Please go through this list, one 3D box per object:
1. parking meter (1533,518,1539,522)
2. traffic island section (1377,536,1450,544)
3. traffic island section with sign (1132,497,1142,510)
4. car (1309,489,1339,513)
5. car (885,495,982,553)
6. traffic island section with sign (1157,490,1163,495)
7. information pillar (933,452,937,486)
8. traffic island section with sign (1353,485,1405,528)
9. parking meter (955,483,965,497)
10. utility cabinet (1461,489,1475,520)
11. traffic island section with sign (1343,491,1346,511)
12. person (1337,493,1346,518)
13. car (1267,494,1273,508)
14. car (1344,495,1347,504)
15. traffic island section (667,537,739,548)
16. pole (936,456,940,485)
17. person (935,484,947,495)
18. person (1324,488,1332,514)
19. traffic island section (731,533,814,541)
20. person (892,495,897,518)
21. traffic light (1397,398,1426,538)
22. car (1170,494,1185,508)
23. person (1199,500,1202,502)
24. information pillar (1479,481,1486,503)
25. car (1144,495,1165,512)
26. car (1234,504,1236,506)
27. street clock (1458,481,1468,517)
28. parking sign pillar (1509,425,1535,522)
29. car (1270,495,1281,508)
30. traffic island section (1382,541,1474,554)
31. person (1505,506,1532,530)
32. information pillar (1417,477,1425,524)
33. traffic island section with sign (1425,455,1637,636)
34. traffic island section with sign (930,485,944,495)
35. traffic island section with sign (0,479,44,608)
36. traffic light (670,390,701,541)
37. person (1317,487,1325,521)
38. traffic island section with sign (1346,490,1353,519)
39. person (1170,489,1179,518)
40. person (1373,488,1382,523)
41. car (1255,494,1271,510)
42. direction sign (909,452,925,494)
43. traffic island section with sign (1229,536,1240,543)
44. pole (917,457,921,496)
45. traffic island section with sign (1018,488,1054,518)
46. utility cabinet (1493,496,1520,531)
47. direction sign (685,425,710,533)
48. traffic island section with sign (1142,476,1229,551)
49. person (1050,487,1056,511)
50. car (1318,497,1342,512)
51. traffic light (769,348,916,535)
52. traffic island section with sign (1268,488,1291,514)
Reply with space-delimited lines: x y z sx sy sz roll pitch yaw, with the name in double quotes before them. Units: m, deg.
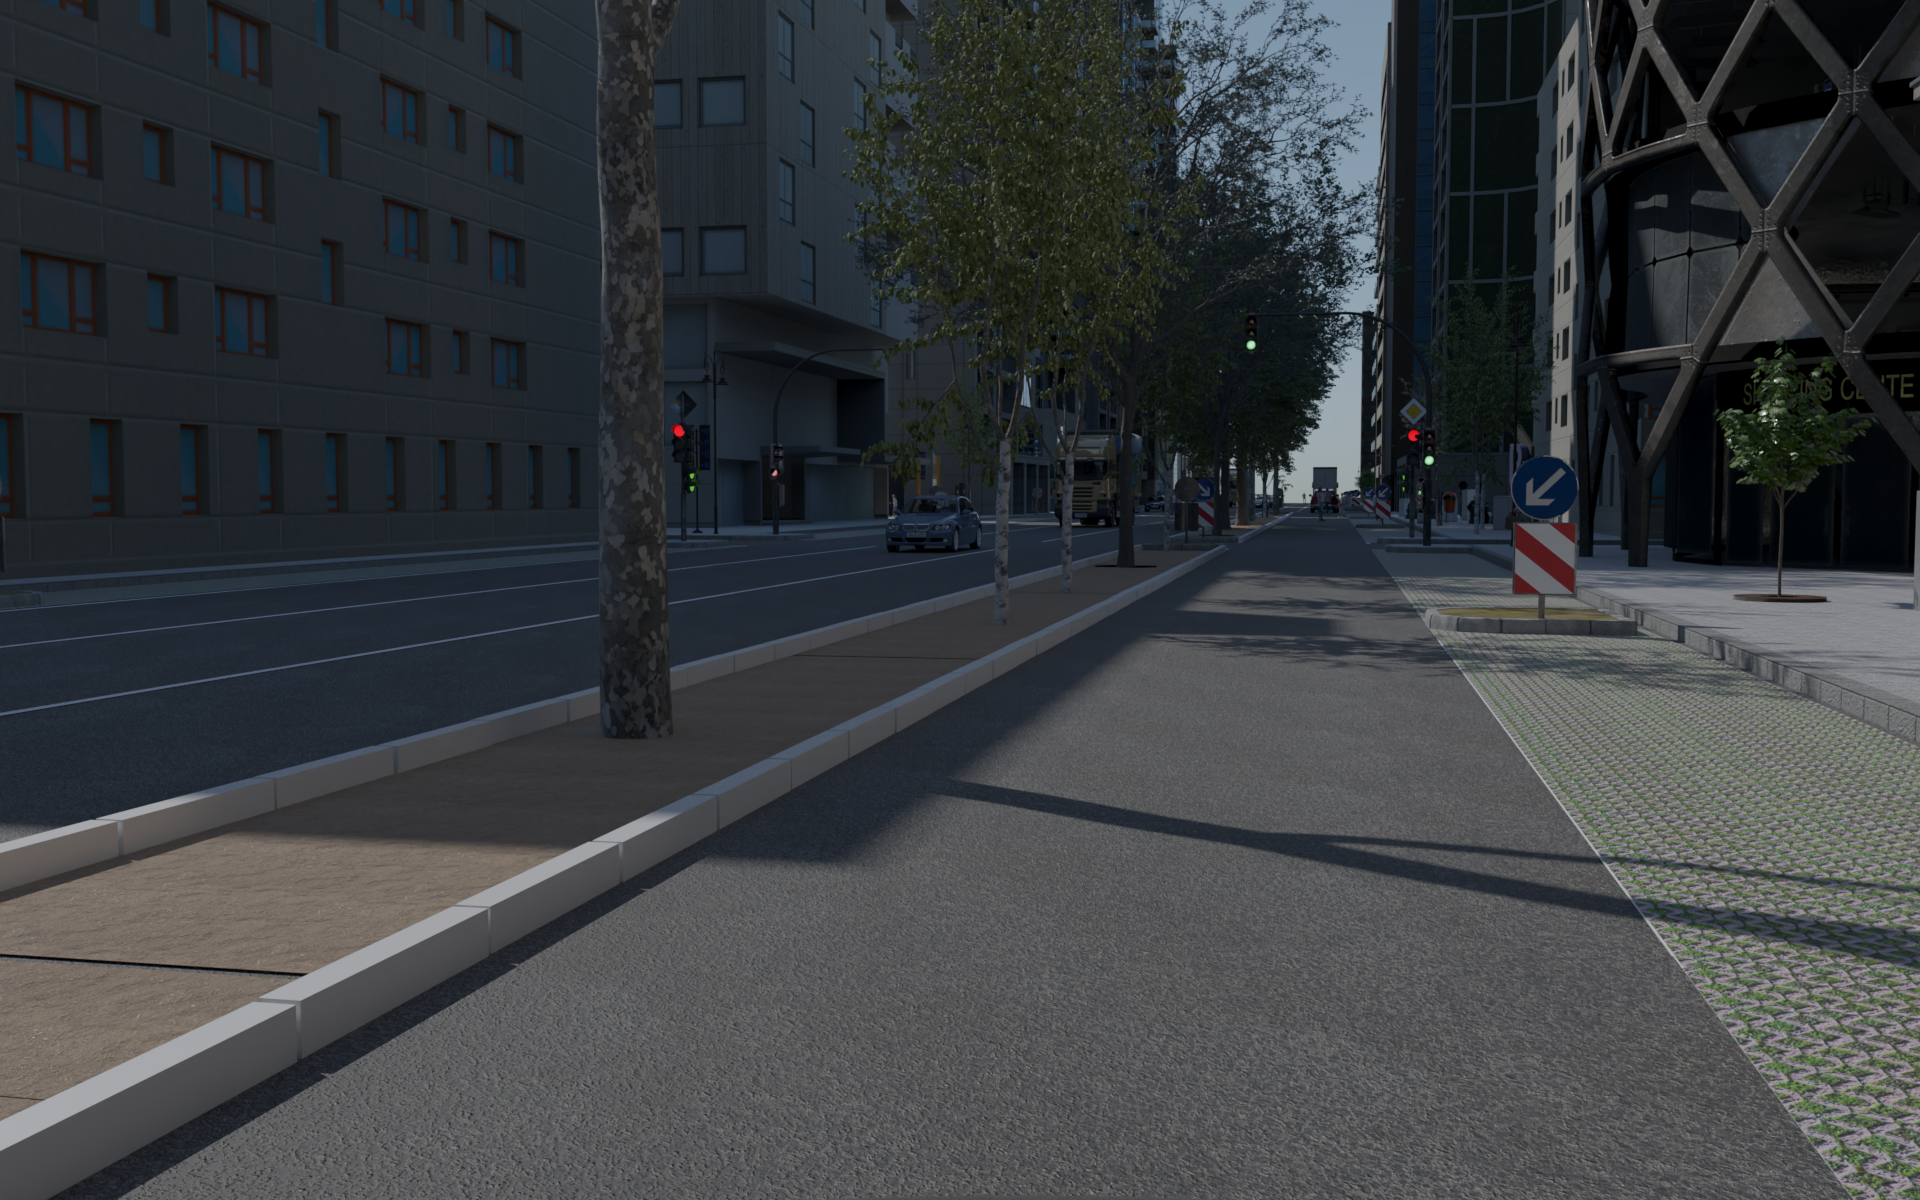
"parking meter" 22.618 -3.814 68.074 0.255 1.863 0.399 2 4 27
"traffic island section" 13.263 -1.742 50.767 2.009 0.180 2.903 1 4 12
"traffic island section with sign" 14.865 -8.745 151.616 1.989 1.847 2.006 1 4 12
"car" 27.769 -7.551 132.130 2.281 1.827 5.304 1 4 11
"car" -0.603 -1.962 44.076 2.014 1.417 4.499 1 4 12
"traffic island section with sign" 20.616 -10.386 178.446 1.989 1.847 2.006 1 4 12
"information pillar" -1.331 -6.351 95.192 0.183 3.616 0.504 -3 4 -39
"traffic island section with sign" 17.698 -3.937 73.002 1.989 1.847 2.006 1 4 12
"parking meter" -0.080 -6.004 103.877 0.399 1.863 0.255 1 4 21
"utility cabinet" 24.675 -4.588 83.700 1.173 1.500 0.318 -3 5 -44
"traffic island section with sign" 33.823 -8.545 148.342 1.989 1.847 2.006 1 4 12
"person" 23.007 -5.705 104.371 0.523 1.515 0.503 2 4 24
"car" 30.749 -10.122 175.275 2.009 1.686 4.222 1 4 10
"car" 50.151 -12.915 223.741 1.945 1.354 3.894 1 4 12
"traffic island section" -7.517 -1.514 47.037 2.009 0.180 2.903 1 4 12
"pole" -1.158 -6.042 92.631 0.158 3.312 0.155 0 3 0
"person" -0.704 -3.136 60.129 0.694 1.780 0.624 0 4 5
"person" 25.964 -6.959 122.119 0.661 1.843 0.795 -2 4 -29
"traffic island section" -5.846 -1.992 54.846 2.009 0.180 2.903 1 4 12
"person" -3.583 -5.140 94.766 0.352 1.250 0.332 3 5 41
"traffic light" 13.226 -3.776 50.661 0.839 4.253 0.868 1 4 12
"car" 19.073 -8.823 154.485 2.015 1.641 3.980 1 4 13
"person" 11.678 -4.318 83.762 0.362 1.253 0.373 0 4 -6
"information pillar" 24.047 -4.607 79.818 0.304 2.012 0.304 2 4 25
"car" 15.851 -7.788 139.906 1.945 1.354 3.894 1 4 10
"car" 34.853 -12.377 214.363 2.014 1.417 4.499 1 4 13
"street clock" 27.744 -5.568 95.606 0.471 2.002 0.358 -1 4 -11
"parking sign pillar" 21.612 -4.779 66.616 1.447 3.967 1.447 0 4 -6
"car" 32.833 -10.393 182.279 2.083 1.381 4.827 1 4 13
"traffic island section" 11.592 -1.265 42.958 2.009 0.180 2.903 1 4 12
"person" 12.365 -1.937 37.836 0.853 1.813 0.709 1 4 22
"information pillar" 20.048 -4.331 75.299 0.304 2.012 0.304 1 4 17
"traffic island section with sign" 6.034 -0.604 18.503 1.989 1.847 2.006 1 4 12
"traffic island section with sign" -1.099 -4.185 77.047 1.989 1.847 2.006 1 4 12
"traffic island section with sign" -12.878 -0.815 21.949 1.989 1.847 2.006 1 4 12
"traffic light" -7.480 -3.546 46.894 0.839 4.253 0.868 1 4 12
"person" 19.007 -5.060 91.236 0.388 1.821 0.555 2 4 31
"traffic island section with sign" 23.335 -5.550 99.363 1.989 1.847 2.006 1 4 12
"person" 12.737 -5.728 102.993 0.563 1.720 0.643 1 4 15
"person" 20.911 -4.740 86.668 0.598 1.740 0.731 -1 4 -13
"car" 26.060 -8.535 151.338 2.131 1.459 4.920 1 4 10
"direction sign" -2.280 -6.160 92.709 0.876 3.537 0.379 -1 4 -17
"traffic island section with sign" 7.320 -2.664 51.688 2.006 1.907 1.989 1 4 12
"pole" -2.181 -6.013 92.159 0.158 3.312 0.155 0 3 0
"traffic island section with sign" 4.591 -5.806 103.563 1.989 1.847 2.006 1 4 12
"utility cabinet" 19.311 -3.052 61.066 0.306 1.237 1.020 -3 5 -40
"direction sign" -8.615 -3.960 56.739 0.876 3.537 0.379 0 4 1
"traffic island section with sign" 5.761 -2.221 44.447 2.006 1.907 1.989 1 4 12
"person" 6.861 -7.529 129.151 0.555 1.821 0.388 0 4 3
"car" 29.852 -7.793 139.778 2.083 1.381 4.827 1 4 11
"traffic light" -3.745 -4.870 54.300 4.771 5.953 1.251 1 4 12
"traffic island section with sign" 23.033 -7.158 125.172 2.006 1.907 1.989 1 4 12
